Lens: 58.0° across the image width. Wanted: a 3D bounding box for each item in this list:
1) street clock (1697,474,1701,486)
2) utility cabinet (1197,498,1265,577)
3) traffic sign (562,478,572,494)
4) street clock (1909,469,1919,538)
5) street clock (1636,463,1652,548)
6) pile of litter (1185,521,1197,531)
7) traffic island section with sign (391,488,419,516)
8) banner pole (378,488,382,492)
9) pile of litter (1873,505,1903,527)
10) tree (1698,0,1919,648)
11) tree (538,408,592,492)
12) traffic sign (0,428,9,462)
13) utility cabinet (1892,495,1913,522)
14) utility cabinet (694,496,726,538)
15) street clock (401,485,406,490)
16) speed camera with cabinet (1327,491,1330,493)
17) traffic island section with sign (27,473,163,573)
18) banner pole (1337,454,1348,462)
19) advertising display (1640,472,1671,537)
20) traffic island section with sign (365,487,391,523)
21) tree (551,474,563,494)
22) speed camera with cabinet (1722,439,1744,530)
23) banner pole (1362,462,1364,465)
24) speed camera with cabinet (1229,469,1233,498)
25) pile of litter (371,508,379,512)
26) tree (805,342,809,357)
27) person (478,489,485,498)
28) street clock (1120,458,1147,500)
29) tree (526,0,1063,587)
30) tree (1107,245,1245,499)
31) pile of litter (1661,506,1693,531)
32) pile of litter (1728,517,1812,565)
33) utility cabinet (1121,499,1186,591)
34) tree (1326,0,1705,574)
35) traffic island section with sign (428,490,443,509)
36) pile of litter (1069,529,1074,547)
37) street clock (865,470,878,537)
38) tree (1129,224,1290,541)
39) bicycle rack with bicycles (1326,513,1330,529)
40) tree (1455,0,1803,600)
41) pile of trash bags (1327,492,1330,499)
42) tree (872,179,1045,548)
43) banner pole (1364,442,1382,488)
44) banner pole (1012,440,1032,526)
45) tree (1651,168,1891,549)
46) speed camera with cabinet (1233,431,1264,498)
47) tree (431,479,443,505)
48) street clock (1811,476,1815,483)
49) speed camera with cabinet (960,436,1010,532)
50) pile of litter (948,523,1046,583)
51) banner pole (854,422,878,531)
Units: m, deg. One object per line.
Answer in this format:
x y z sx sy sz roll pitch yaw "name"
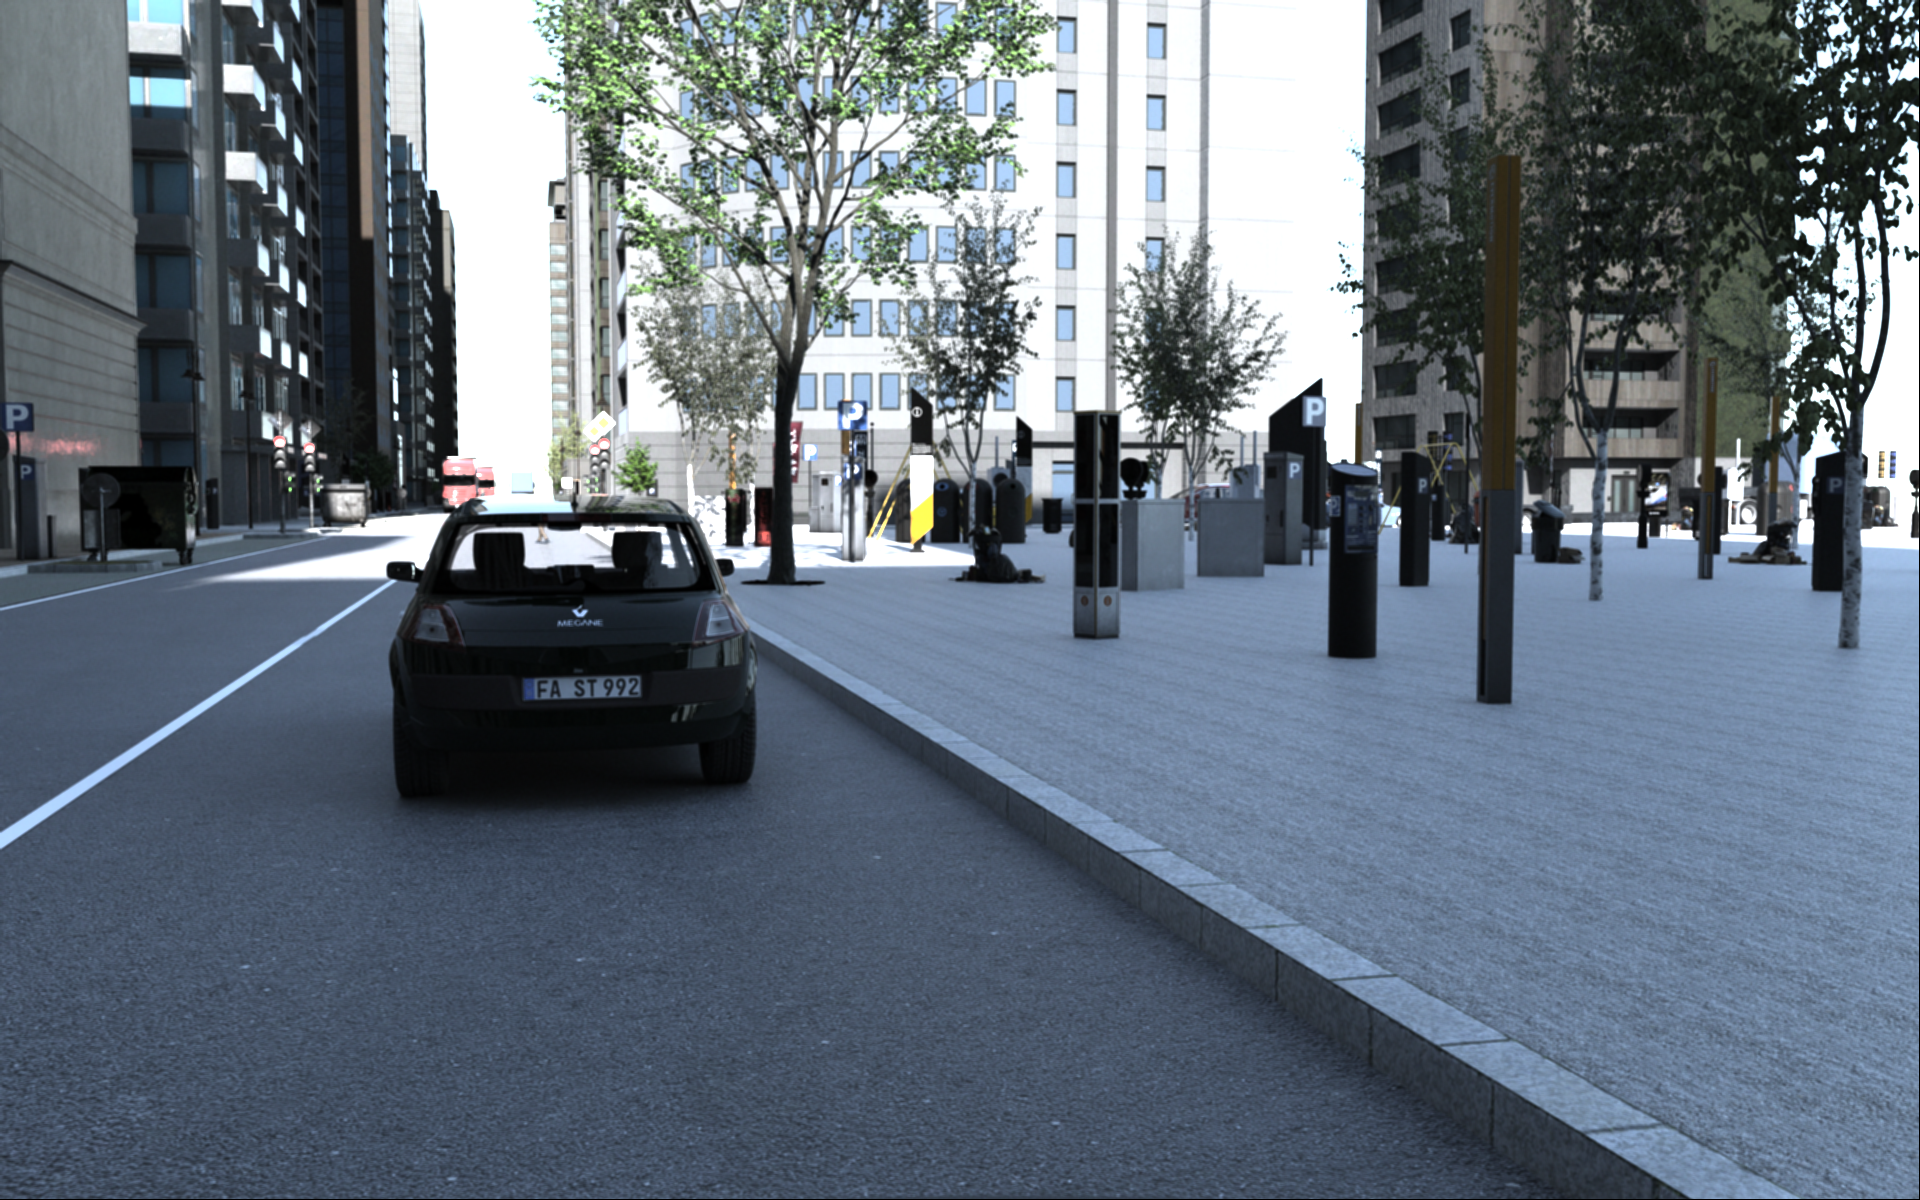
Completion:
24.731 -3.236 57.484 0.471 2.002 0.358 0 4 8 "street clock"
4.216 -0.969 27.000 1.020 1.237 0.306 0 4 4 "utility cabinet"
-25.147 -6.651 110.869 0.606 2.300 0.079 -1 4 -11 "traffic sign"
27.672 -2.786 50.118 0.358 2.002 0.471 0 4 -2 "street clock"
16.159 -2.226 40.960 0.358 2.002 0.471 0 4 5 "street clock"
8.276 -2.855 60.639 1.176 0.858 1.719 0 4 7 "pile of litter"
-36.239 -6.359 112.599 1.989 1.847 2.006 -1 4 -14 "traffic island section with sign"
-43.385 -8.532 129.514 0.863 3.779 0.401 2 4 33 "banner pole"
35.516 -3.247 67.056 1.176 0.858 1.719 -3 5 -44 "pile of litter"
7.204 -3.910 14.290 4.737 8.622 4.395 0 3 0 "tree"
-33.391 -12.068 147.679 4.737 8.622 4.395 0 3 0 "tree"
-17.493 -1.899 31.148 0.768 2.556 0.104 -1 4 -8 "traffic sign"
44.126 -4.277 81.088 1.020 1.237 0.306 -2 4 -24 "utility cabinet"
-7.377 -2.416 50.661 1.020 1.237 0.306 -1 4 -16 "utility cabinet"
-43.846 -8.071 136.524 0.358 2.002 0.471 -2 4 -31 "street clock"
23.353 -6.833 106.053 2.038 3.252 0.660 -2 4 -27 "speed camera with cabinet"
-16.019 -1.442 32.201 1.989 1.847 2.006 -1 4 -14 "traffic island section with sign"
23.680 -7.191 107.588 0.863 3.779 0.401 0 4 -1 "banner pole"
20.734 -2.840 51.643 0.123 1.923 0.974 -2 4 -30 "advertising display"
-29.589 -4.743 86.176 1.989 1.847 2.006 -1 4 -14 "traffic island section with sign"
-35.373 -9.757 154.126 1.663 3.219 1.824 0 3 0 "tree"
27.731 -4.190 62.849 0.660 3.252 2.038 0 4 2 "speed camera with cabinet"
22.737 -6.561 97.297 0.401 3.779 0.863 3 5 41 "banner pole"
10.284 -3.972 59.271 2.038 3.252 0.660 0 4 -3 "speed camera with cabinet"
-42.170 -6.682 123.213 1.719 0.858 1.176 -1 4 -22 "pile of litter"
-6.670 -6.309 53.512 4.360 8.622 3.978 0 3 0 "tree"
-34.077 -7.015 123.363 0.590 1.801 0.661 -1 4 -18 "person"
3.424 -1.846 34.754 0.471 2.002 0.358 1 4 17 "street clock"
-2.361 -6.026 24.274 9.928 11.665 9.643 0 3 0 "tree"
6.233 -6.236 52.321 4.737 8.622 4.395 0 3 0 "tree"
25.499 -2.864 60.791 1.719 0.858 1.176 3 4 37 "pile of litter"
14.958 -1.101 31.966 1.176 0.858 1.719 0 4 -4 "pile of litter"
2.591 -0.741 23.273 1.020 1.237 0.306 -3 5 -44 "utility cabinet"
8.131 -4.708 27.335 4.737 8.622 4.395 0 3 0 "tree"
-48.478 -9.337 161.291 1.989 1.847 2.006 -1 4 -14 "traffic island section with sign"
3.289 -1.723 42.135 1.176 0.858 1.719 3 5 40 "pile of litter"
-2.687 -2.870 51.498 0.471 2.002 0.358 0 4 3 "street clock"
6.480 -5.917 47.111 4.360 8.622 3.978 0 3 0 "tree"
12.081 -2.973 61.992 2.925 0.926 2.852 -2 4 -24 "bicycle rack with bicycles"
7.872 -4.311 20.845 4.360 8.622 3.978 0 3 0 "tree"
32.160 -8.855 154.539 3.447 1.369 1.912 1 4 15 "pile of trash bags"
0.197 -5.540 40.939 4.360 8.622 3.978 0 3 0 "tree"
19.937 -5.686 82.989 0.863 3.779 0.401 -3 4 -36 "banner pole"
2.514 -4.930 70.627 0.863 3.779 0.401 1 4 10 "banner pole"
19.331 -5.502 40.319 4.360 8.622 3.978 0 3 0 "tree"
9.311 -3.699 54.807 0.660 3.252 2.038 2 4 24 "speed camera with cabinet"
-65.783 -13.613 217.172 1.663 3.219 1.824 0 3 0 "tree"
32.515 -3.734 65.622 0.471 2.002 0.358 -1 4 -9 "street clock"
0.661 -3.955 58.996 2.038 3.252 0.660 -1 4 -17 "speed camera with cabinet"
0.551 -0.707 25.530 1.176 0.858 1.719 -2 4 -27 "pile of litter"
-3.295 -4.313 60.538 0.863 3.779 0.401 0 4 2 "banner pole"
